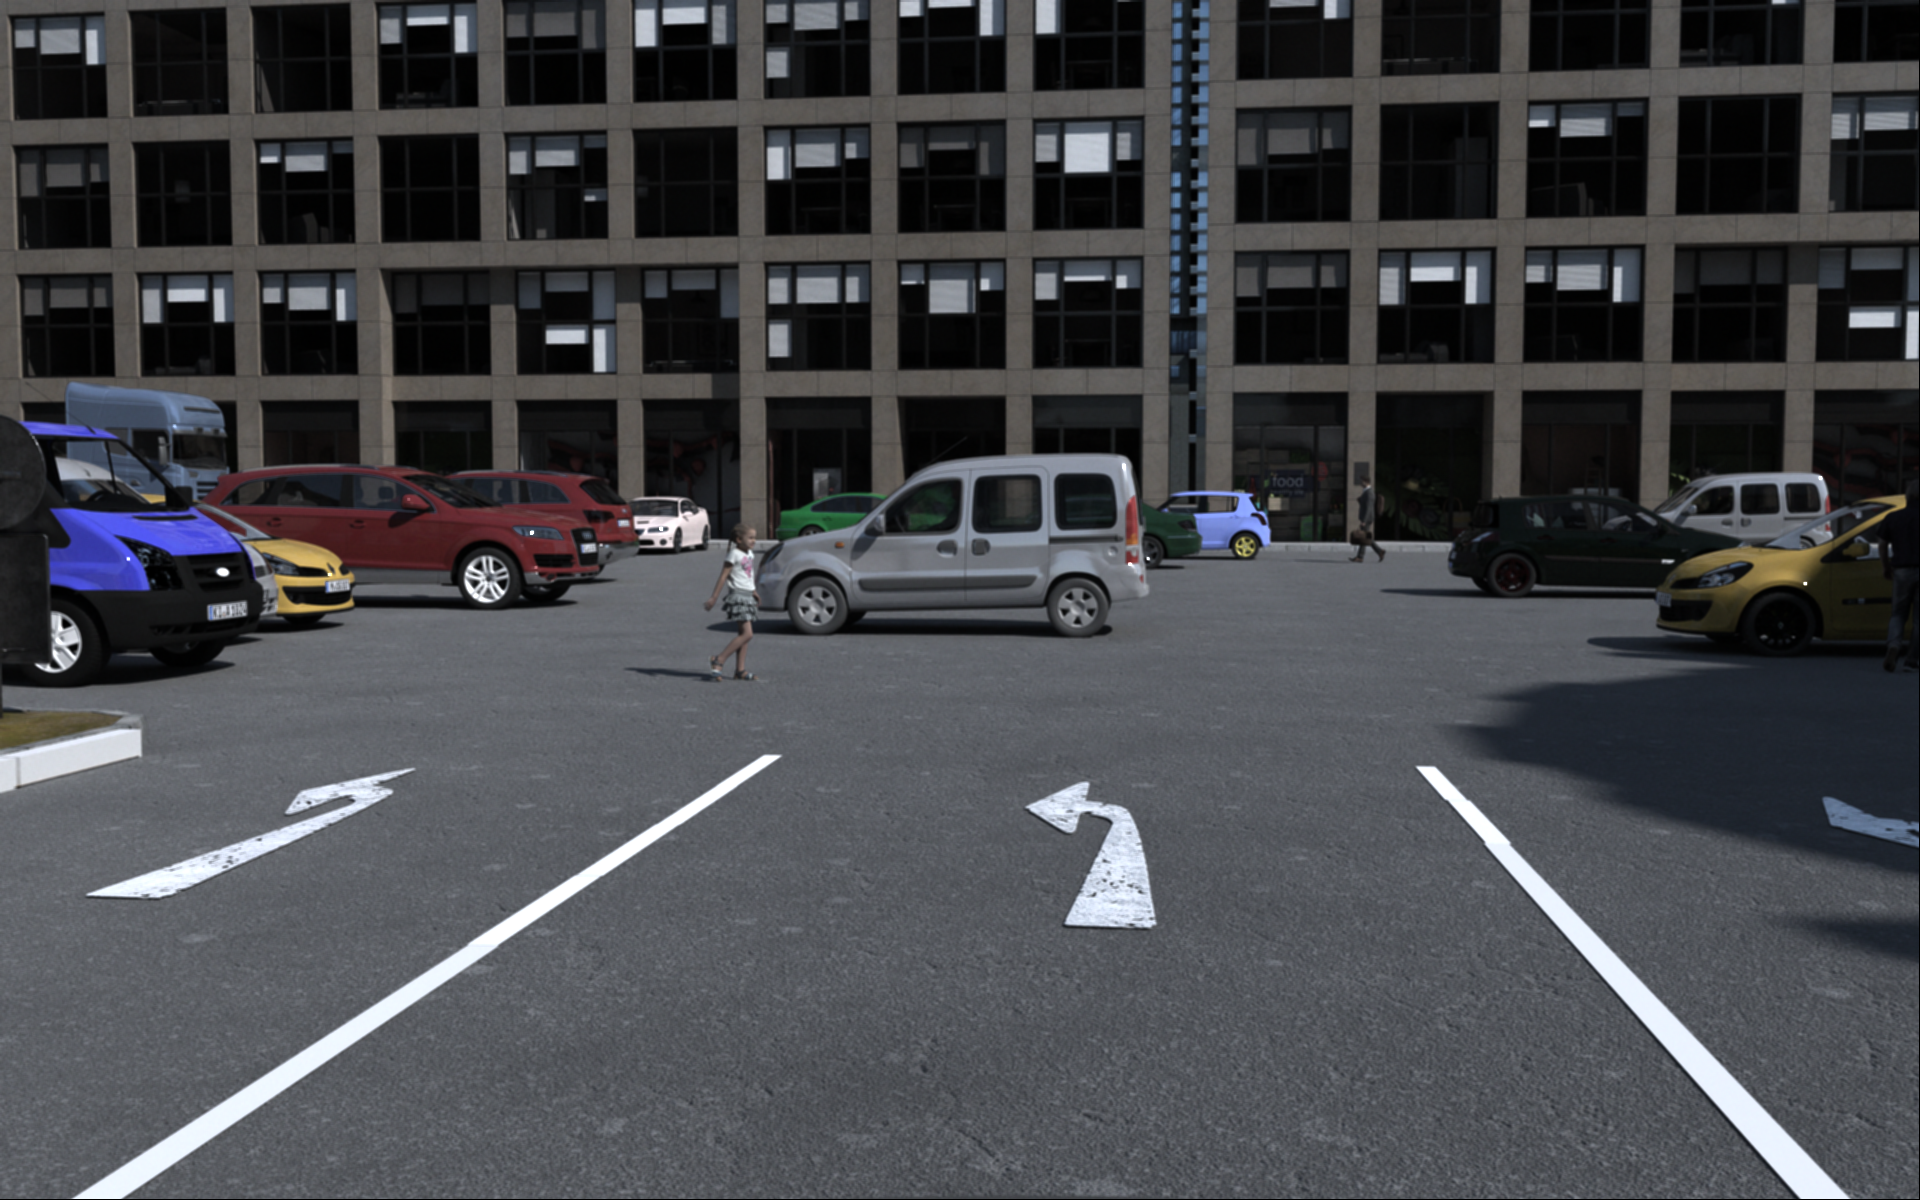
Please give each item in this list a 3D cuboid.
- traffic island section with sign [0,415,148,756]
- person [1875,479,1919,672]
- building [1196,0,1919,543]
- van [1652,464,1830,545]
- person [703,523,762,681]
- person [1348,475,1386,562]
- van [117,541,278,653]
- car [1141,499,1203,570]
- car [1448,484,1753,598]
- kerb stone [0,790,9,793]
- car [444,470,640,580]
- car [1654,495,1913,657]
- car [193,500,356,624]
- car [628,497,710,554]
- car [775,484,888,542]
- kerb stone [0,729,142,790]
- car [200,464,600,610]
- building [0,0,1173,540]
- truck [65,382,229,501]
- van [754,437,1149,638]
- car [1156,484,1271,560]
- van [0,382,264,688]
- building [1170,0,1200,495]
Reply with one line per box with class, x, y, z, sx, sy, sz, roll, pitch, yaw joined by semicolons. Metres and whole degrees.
traffic island section with sign;-5.590;-0.071;9.299;2.006;1.907;1.989;0;4;7
person;7.620;-0.201;13.993;0.471;1.553;0.569;-1;4;-15
building;24.549;-15.179;52.699;34.151;26.468;19.350;0;4;7
van;14.488;-1.613;33.392;4.112;2.044;2.013;0;4;7
person;-1.722;0.008;13.380;0.382;1.210;0.505;1;4;17
person;8.548;-1.700;36.257;0.822;1.834;0.622;0;4;1
van;-8.649;-0.578;16.469;4.112;2.044;2.013;0;4;7
car;2.254;-1.348;33.833;4.920;1.459;2.131;0;4;5
car;9.055;-0.891;24.358;4.222;1.686;2.009;0;4;8
kerb stone;-4.709;0.872;7.931;0.120;0.150;1.000;0;4;7
car;-7.916;-1.196;28.221;5.304;1.827;2.281;0;4;8
car;8.480;-0.340;15.786;3.980;1.641;2.015;0;4;8
car;-8.547;-0.511;18.581;3.980;1.641;2.015;0;4;7
car;-7.486;-1.862;42.807;2.083;1.381;4.827;0;4;5
car;-2.102;-2.041;42.160;4.718;1.807;1.959;0;4;6
kerb stone;-4.586;0.811;8.959;0.120;0.150;1.000;0;4;7
car;-7.327;-0.845;22.487;5.304;1.827;2.281;0;4;8
building;-10.092;-15.475;57.525;34.151;26.468;19.350;0;4;7
truck;-26.934;-3.257;43.008;18.799;4.110;2.967;0;4;5
van;-0.087;-0.680;18.126;4.112;2.044;2.013;0;4;6
car;5.040;-1.768;38.506;3.694;1.707;1.945;1;4;8
van;-8.314;-0.579;13.850;5.245;2.365;2.240;0;4;7
building;33.329;-55.035;212.488;31.000;86.520;22.319;0;4;7
